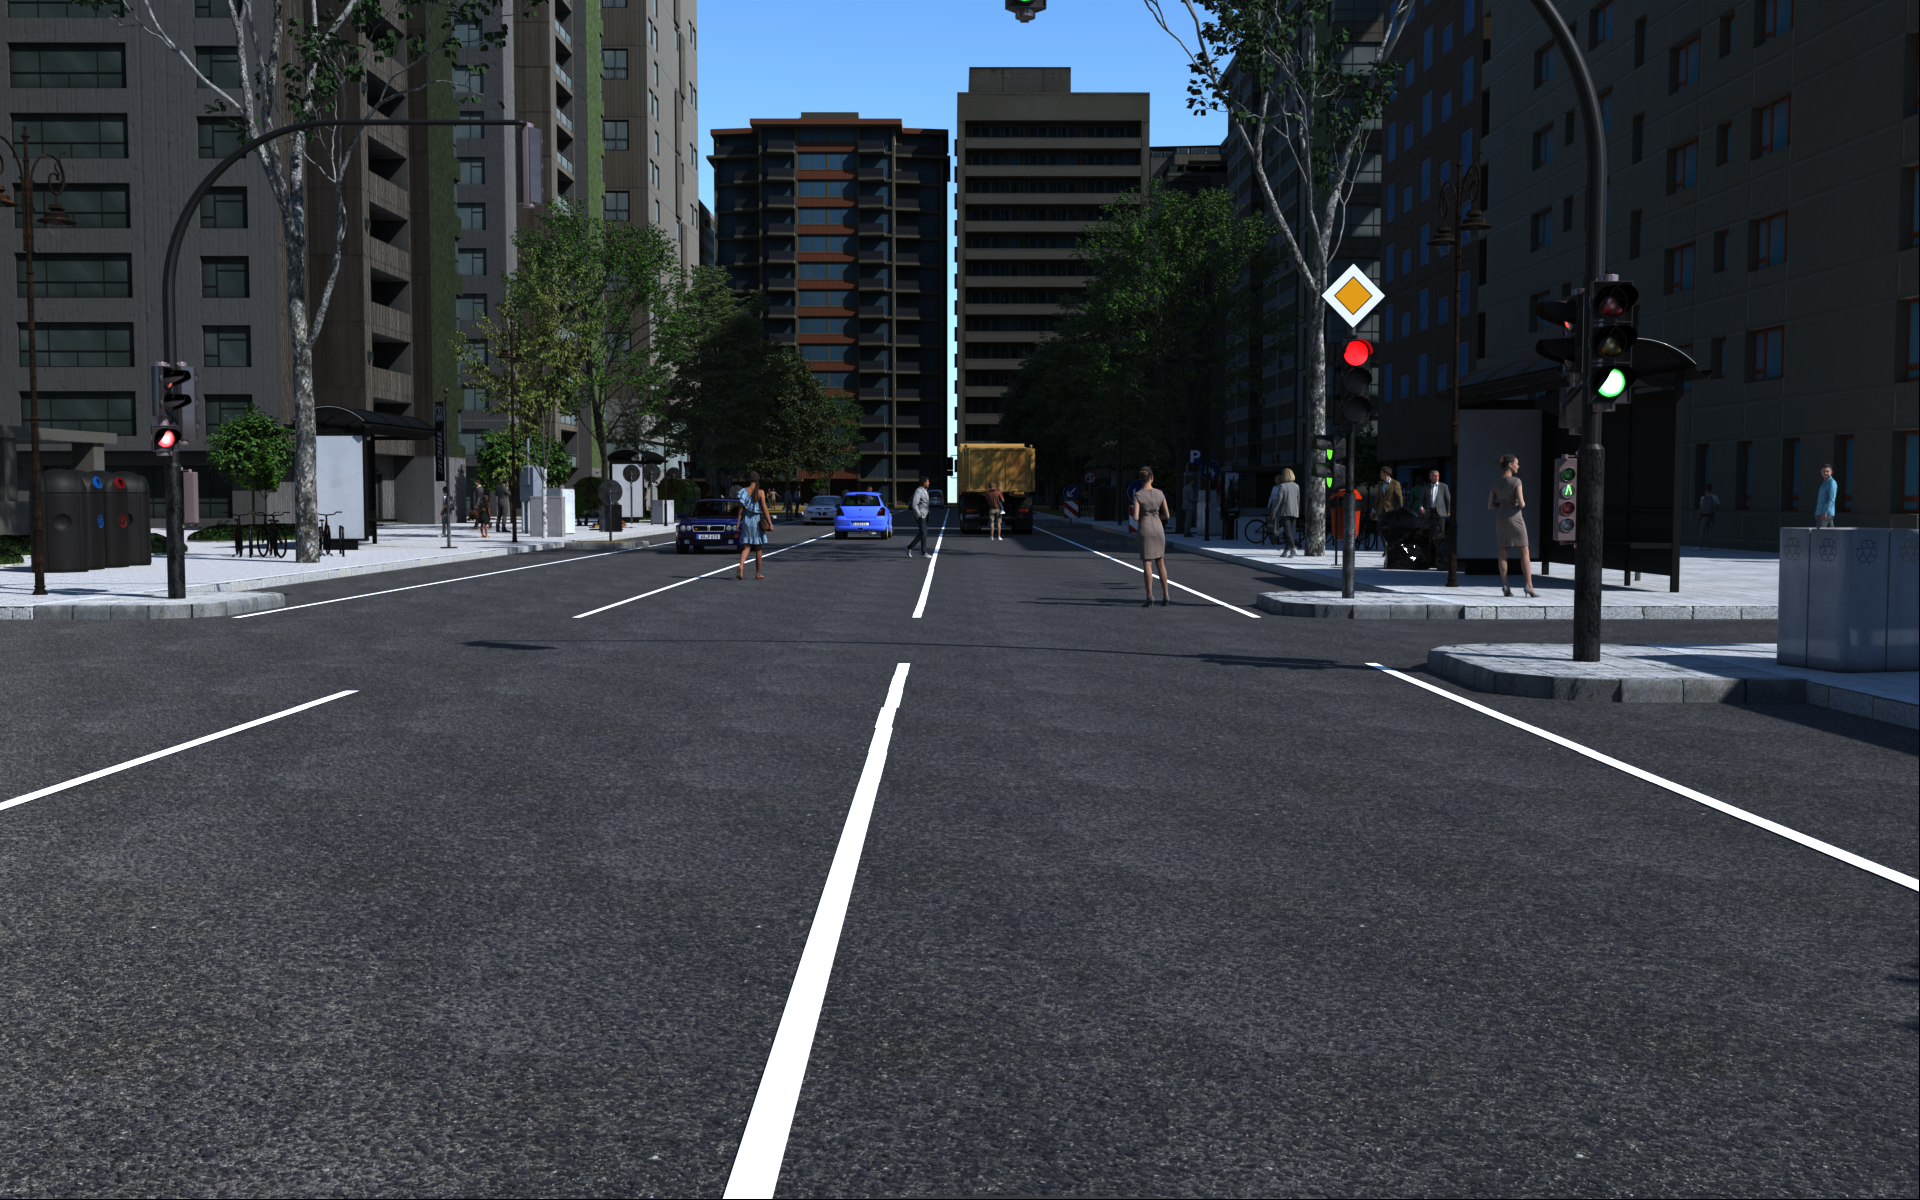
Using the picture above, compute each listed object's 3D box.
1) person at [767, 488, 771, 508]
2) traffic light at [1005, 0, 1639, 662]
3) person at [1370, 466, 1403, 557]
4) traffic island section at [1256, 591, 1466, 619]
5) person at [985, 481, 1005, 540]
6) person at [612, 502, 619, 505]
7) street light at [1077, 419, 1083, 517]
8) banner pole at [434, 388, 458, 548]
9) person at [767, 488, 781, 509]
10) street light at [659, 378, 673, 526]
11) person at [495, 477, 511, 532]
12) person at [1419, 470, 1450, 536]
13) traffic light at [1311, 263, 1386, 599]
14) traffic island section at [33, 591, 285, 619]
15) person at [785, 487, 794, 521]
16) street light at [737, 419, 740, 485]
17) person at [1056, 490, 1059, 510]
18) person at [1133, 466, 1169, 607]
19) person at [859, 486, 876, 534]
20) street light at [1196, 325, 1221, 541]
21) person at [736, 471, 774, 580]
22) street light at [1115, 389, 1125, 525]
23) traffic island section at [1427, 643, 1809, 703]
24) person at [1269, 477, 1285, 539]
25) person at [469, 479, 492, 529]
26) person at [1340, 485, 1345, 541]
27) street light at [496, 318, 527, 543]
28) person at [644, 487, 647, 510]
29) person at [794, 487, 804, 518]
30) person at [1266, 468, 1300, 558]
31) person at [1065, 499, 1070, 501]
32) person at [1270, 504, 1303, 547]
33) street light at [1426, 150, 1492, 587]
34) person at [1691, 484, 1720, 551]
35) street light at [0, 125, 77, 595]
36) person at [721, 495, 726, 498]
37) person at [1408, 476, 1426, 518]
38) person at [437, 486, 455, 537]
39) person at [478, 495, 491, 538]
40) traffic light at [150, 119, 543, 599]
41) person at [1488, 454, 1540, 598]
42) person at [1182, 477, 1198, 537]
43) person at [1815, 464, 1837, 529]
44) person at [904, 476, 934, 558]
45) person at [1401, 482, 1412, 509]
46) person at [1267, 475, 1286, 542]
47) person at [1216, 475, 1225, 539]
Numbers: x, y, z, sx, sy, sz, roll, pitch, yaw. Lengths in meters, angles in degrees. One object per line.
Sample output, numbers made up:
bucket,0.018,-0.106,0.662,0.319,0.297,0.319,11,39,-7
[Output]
person,-17.274,-9.222,156.833,0.705,1.822,1.348,1,4,12
traffic light,2.702,-2.350,13.083,4.771,5.953,1.251,0,4,0
person,8.661,-1.787,35.168,0.656,1.842,0.836,1,4,18
traffic island section,4.802,0.058,21.331,2.009,0.180,2.903,0,4,0
person,1.132,-2.779,53.910,0.580,1.828,0.573,-3,4,-37
person,-13.756,-3.775,68.362,0.593,1.750,0.643,1,4,15
street light,6.576,-7.494,95.314,0.468,5.910,1.993,0,4,0
banner pole,-12.270,-3.125,41.118,0.401,3.779,0.863,-3,5,-42
person,-15.782,-8.584,146.385,1.348,1.824,0.705,-2,4,-33
street light,-11.804,-5.904,69.316,0.468,5.910,1.993,0,4,0
person,-15.390,-3.215,58.410,0.655,1.846,0.447,2,4,35
person,9.977,-1.830,36.359,0.661,1.777,0.834,1,4,13
traffic light,4.762,-1.975,21.217,0.839,4.253,0.868,0,4,0
traffic island section,-9.639,0.061,21.279,2.009,0.180,2.903,0,4,0
person,-9.253,-5.197,93.570,0.391,1.810,0.635,-3,5,-40
street light,-11.915,-7.350,92.965,0.468,5.910,1.993,0,4,0
person,7.752,-8.085,138.952,0.721,1.735,1.217,1,4,16
person,2.413,-0.803,21.966,0.599,1.781,0.374,-1,4,-21
person,-3.269,-3.216,61.836,0.466,1.731,0.760,3,4,38
street light,6.787,-4.566,47.440,0.468,5.910,1.993,0,4,0
person,-3.438,-1.243,28.923,0.616,1.811,0.778,1,4,21
street light,6.634,-6.047,71.655,0.468,5.910,1.993,0,4,0
traffic island section,4.833,0.546,13.346,2.009,0.180,2.903,0,4,0
person,9.125,-2.643,49.504,0.529,1.795,0.600,1,4,19
person,-17.447,-3.487,63.024,0.822,1.834,0.622,-1,4,-16
person,10.525,-2.498,47.062,0.590,1.801,0.661,-2,4,-33
street light,-11.787,-4.457,45.667,0.468,5.910,1.993,0,4,0
person,-20.857,-6.572,114.213,0.721,1.735,1.217,-1,4,-22
person,-9.535,-5.780,102.879,0.599,1.838,0.709,0,4,-1
person,6.561,-1.755,34.917,0.709,1.800,0.728,-2,4,-24
person,7.429,-6.572,116.714,0.991,1.433,0.599,-2,4,-33
person,7.952,-2.217,42.172,0.818,1.842,0.514,1,4,17
street light,6.810,-3.119,23.791,0.468,5.910,1.993,0,4,0
person,16.894,-1.870,39.212,0.503,1.515,0.523,-2,4,-32
street light,-11.723,-3.003,21.893,0.468,5.910,1.993,0,4,0
person,-14.621,-5.911,105.883,0.628,1.438,0.799,3,5,45
person,12.734,-2.555,48.065,0.600,1.795,0.529,1,4,17
person,-15.385,-2.641,51.817,0.523,1.515,0.503,-1,4,-18
person,-14.004,-2.463,50.990,0.362,1.253,0.373,1,4,14
traffic light,-7.508,-2.845,21.188,4.771,5.953,1.251,0,4,0
person,6.917,-0.932,21.619,0.374,1.781,0.599,-3,4,-37
person,6.922,-2.783,51.737,0.583,1.804,0.606,-1,4,-22
person,16.105,-1.599,32.048,0.748,1.841,0.638,2,4,30
person,-0.932,-1.862,38.792,0.795,1.843,0.661,1,4,21
person,15.621,-3.304,60.900,0.563,1.720,0.643,2,4,29
person,8.638,-2.479,46.802,0.641,1.798,0.478,-2,4,-26
person,7.598,-2.663,49.561,0.580,1.828,0.573,0,4,-1
